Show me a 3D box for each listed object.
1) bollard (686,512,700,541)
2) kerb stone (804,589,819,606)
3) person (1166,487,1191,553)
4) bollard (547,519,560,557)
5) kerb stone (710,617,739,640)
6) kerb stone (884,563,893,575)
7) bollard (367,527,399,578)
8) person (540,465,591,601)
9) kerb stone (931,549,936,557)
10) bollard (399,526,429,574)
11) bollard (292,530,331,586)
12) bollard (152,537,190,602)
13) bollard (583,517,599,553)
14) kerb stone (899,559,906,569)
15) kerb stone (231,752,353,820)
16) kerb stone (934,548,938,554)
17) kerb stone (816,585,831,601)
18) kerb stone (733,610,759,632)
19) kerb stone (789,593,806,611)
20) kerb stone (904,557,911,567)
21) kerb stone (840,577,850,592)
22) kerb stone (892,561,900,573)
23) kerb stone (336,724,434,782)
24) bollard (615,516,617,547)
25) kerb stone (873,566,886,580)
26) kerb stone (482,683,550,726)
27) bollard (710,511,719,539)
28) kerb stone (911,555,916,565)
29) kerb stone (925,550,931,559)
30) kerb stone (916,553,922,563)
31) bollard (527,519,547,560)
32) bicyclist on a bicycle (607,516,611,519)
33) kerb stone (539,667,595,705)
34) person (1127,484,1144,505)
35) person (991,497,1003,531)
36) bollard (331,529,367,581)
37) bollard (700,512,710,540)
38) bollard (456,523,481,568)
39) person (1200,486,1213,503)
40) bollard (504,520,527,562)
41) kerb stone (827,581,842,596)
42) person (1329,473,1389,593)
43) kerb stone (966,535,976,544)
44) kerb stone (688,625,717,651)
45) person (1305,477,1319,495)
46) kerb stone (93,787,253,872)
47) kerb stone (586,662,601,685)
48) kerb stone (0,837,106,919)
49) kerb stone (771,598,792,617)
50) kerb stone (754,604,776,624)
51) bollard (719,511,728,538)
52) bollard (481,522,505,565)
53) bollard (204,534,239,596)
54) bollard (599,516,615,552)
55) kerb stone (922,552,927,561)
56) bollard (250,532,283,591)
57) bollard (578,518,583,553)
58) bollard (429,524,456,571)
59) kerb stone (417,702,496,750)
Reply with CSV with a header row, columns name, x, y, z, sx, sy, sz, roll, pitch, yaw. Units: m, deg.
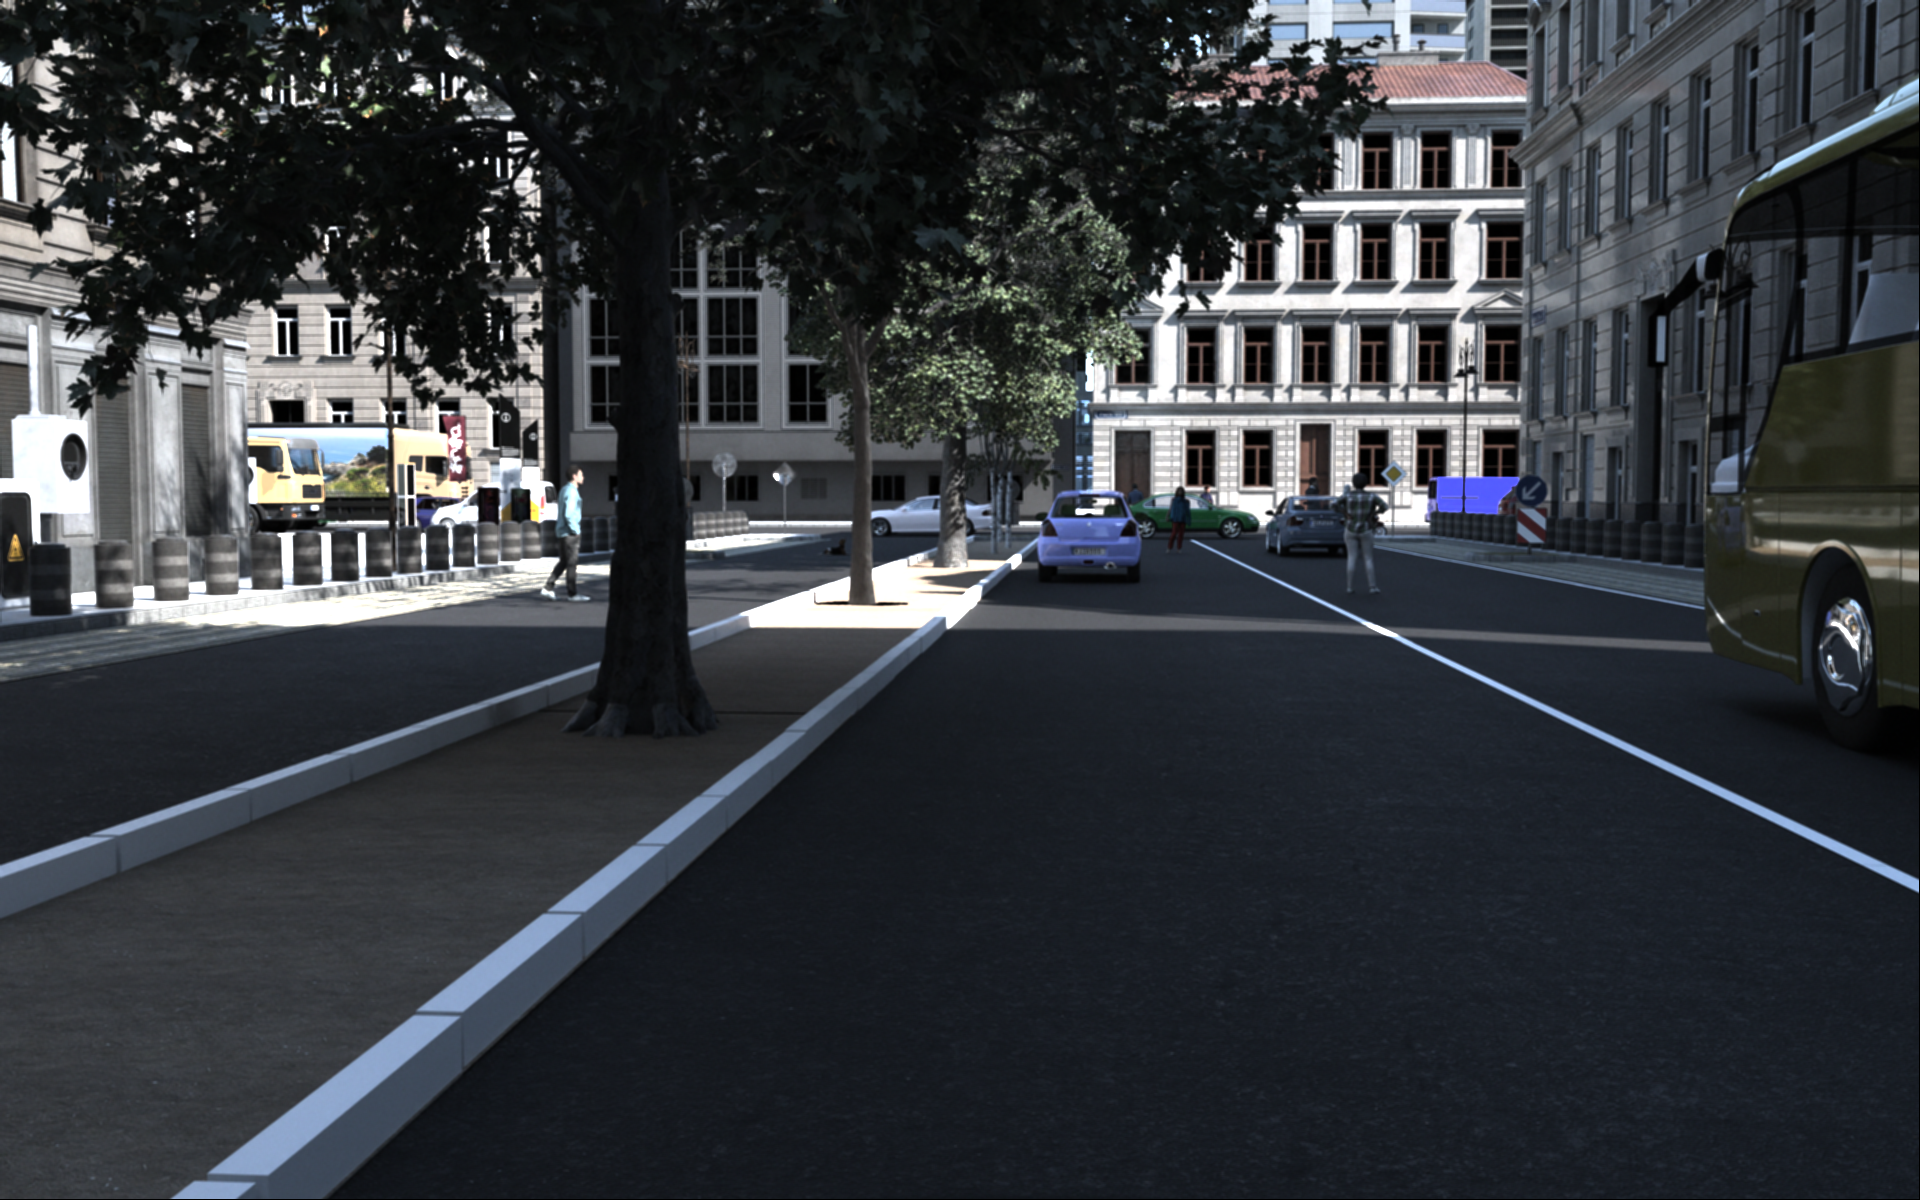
name,x,y,z,sx,sy,sz,roll,pitch,yaw
bollard,-7.397,-1.990,47.250,0.404,0.777,0.398,0,3,0
kerb stone,-1.991,-0.010,22.367,0.120,0.150,1.000,0,4,4
person,5.307,-1.948,42.060,0.593,1.614,0.444,1,4,11
bollard,-8.336,-1.254,35.216,0.404,0.777,0.398,0,3,0
kerb stone,-2.386,0.306,17.244,0.120,0.150,1.000,0,4,4
kerb stone,-1.344,-0.513,30.575,0.120,0.150,1.000,0,4,4
bollard,-8.993,-0.738,26.780,0.404,0.777,0.398,0,3,0
person,-5.315,-0.902,23.270,0.620,1.820,0.660,-2,4,-30
kerb stone,-0.705,-1.015,38.792,0.120,0.150,1.000,0,4,4
bollard,-8.898,-0.812,27.987,0.404,0.777,0.398,0,3,0
bollard,-9.182,-0.591,24.373,0.404,0.777,0.398,0,3,0
bollard,-9.465,-0.370,20.774,0.404,0.777,0.398,0,3,0
bollard,-8.148,-1.401,37.623,0.404,0.777,0.398,0,3,0
kerb stone,-1.186,-0.638,32.626,0.120,0.150,1.000,0,4,4
kerb stone,-3.104,0.866,8.041,0.120,0.150,1.000,0,4,4
kerb stone,-0.623,-1.073,39.814,0.120,0.150,1.000,0,4,4
kerb stone,-1.908,-0.073,23.388,0.120,0.150,1.000,0,4,4
kerb stone,-2.308,0.241,18.268,0.120,0.150,1.000,0,4,4
kerb stone,-2.072,0.052,21.345,0.120,0.150,1.000,0,4,4
kerb stone,-1.111,-0.701,33.652,0.120,0.150,1.000,0,4,4
kerb stone,-1.738,-0.197,25.436,0.120,0.150,1.000,0,4,4
kerb stone,-1.265,-0.575,31.604,0.120,0.150,1.000,0,4,4
kerb stone,-3.017,0.803,9.062,0.120,0.150,1.000,0,4,4
bollard,-7.963,-1.549,40.043,0.404,0.777,0.398,0,3,0
kerb stone,-1.428,-0.449,29.541,0.120,0.150,1.000,0,4,4
kerb stone,-2.864,0.678,11.108,0.120,0.150,1.000,0,4,4
bollard,-7.213,-2.138,49.665,0.404,0.777,0.398,0,3,0
kerb stone,-1.035,-0.764,34.686,0.120,0.150,1.000,0,4,4
kerb stone,-0.783,-0.952,37.765,0.120,0.150,1.000,0,4,4
kerb stone,-0.942,-0.826,35.713,0.120,0.150,1.000,0,4,4
bollard,-8.430,-1.180,34.011,0.404,0.777,0.398,0,3,0
bicyclist on a bicycle,-12.412,-3.318,64.278,1.625,1.676,1.499,0,4,6
kerb stone,-2.781,0.615,12.135,0.120,0.150,1.000,0,4,4
person,6.354,-3.274,62.218,0.721,1.800,0.419,0,4,3
person,1.202,-3.170,63.029,0.600,1.496,0.574,1,4,18
bollard,-9.085,-0.664,25.580,0.404,0.777,0.398,0,3,0
bollard,-7.306,-2.064,48.459,0.404,0.777,0.398,0,3,0
bollard,-8.714,-0.959,30.390,0.404,0.777,0.398,0,3,0
person,9.322,-3.438,65.413,0.576,1.737,0.504,-3,4,-37
bollard,-8.523,-1.107,32.810,0.404,0.777,0.398,0,3,0
kerb stone,-1.832,-0.136,24.413,0.120,0.150,1.000,0,4,4
person,5.784,-0.970,25.076,0.841,1.734,0.376,1,4,22
kerb stone,0.331,-1.829,52.104,0.120,0.150,1.000,0,4,4
kerb stone,-2.465,0.367,16.222,0.120,0.150,1.000,0,4,4
person,9.969,-2.488,48.544,0.474,1.900,0.648,-2,4,-30
kerb stone,-3.178,0.928,7.019,0.120,0.150,1.000,0,4,4
kerb stone,-2.701,0.554,13.157,0.120,0.150,1.000,0,4,4
kerb stone,-3.261,0.993,5.997,0.120,0.150,1.000,0,4,4
kerb stone,-2.153,0.115,20.311,0.120,0.150,1.000,0,4,4
kerb stone,-2.225,0.178,19.289,0.120,0.150,1.000,0,4,4
bollard,-7.119,-2.211,50.863,0.404,0.777,0.398,0,3,0
bollard,-8.622,-1.032,31.595,0.404,0.777,0.398,0,3,0
bollard,-9.368,-0.444,21.973,0.404,0.777,0.398,0,3,0
bollard,-8.057,-1.475,38.826,0.404,0.777,0.398,0,3,0
kerb stone,-0.863,-0.890,36.742,0.120,0.150,1.000,0,4,4
bollard,-9.276,-0.517,23.175,0.404,0.777,0.398,0,3,0
bollard,-8.242,-1.328,36.425,0.404,0.777,0.398,0,3,0
bollard,-8.808,-0.885,29.185,0.404,0.777,0.398,0,3,0
kerb stone,-2.947,0.741,10.084,0.120,0.150,1.000,0,4,4
